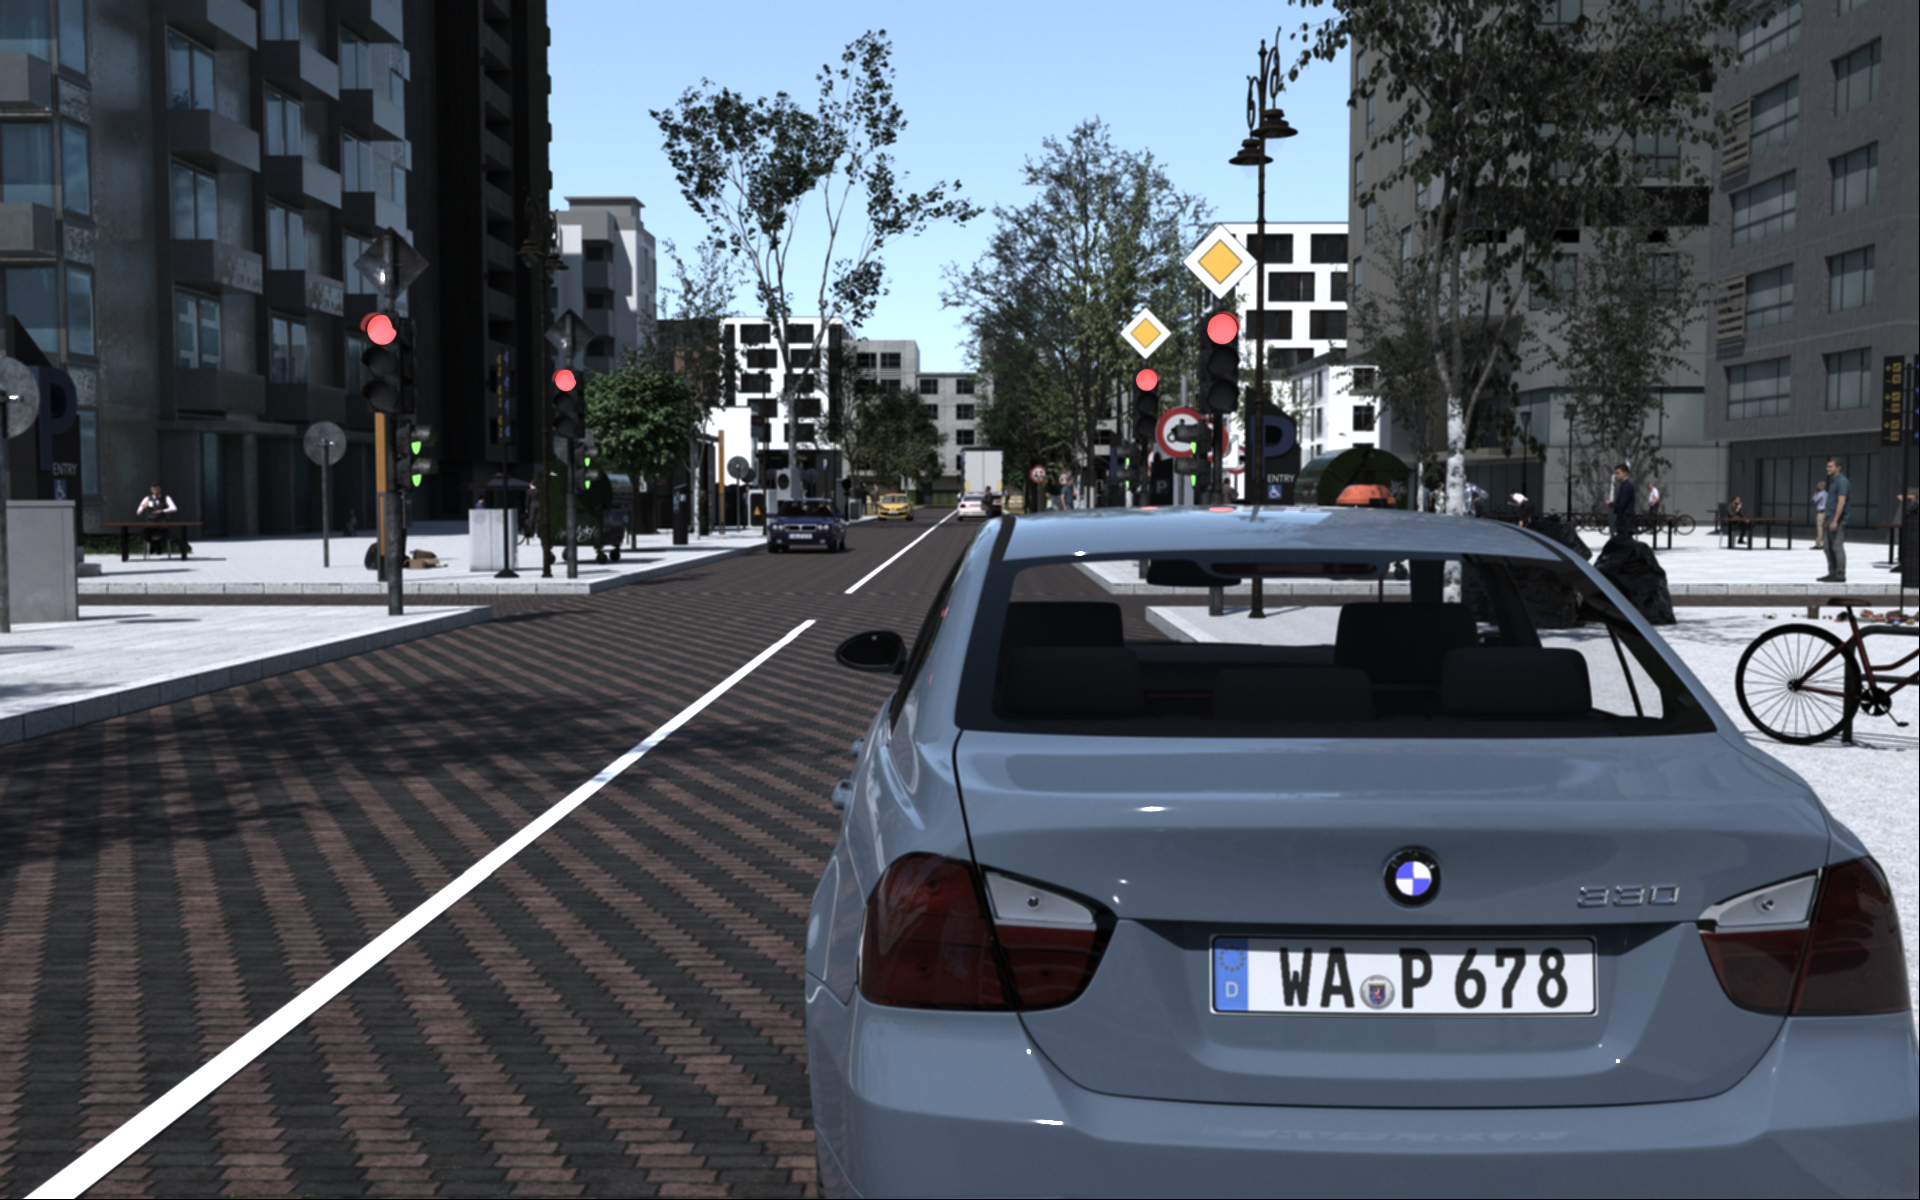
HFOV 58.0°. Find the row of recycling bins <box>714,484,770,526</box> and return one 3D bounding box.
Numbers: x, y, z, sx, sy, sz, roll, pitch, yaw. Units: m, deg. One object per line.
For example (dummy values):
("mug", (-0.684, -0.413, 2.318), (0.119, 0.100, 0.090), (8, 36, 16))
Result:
("row of recycling bins", (-8.999, -3.882, 70.580), (3.534, 1.692, 1.069), (3, 5, 41))

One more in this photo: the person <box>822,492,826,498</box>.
("person", (-10.942, -8.017, 140.336), (0.599, 1.433, 0.991), (1, 4, 23))

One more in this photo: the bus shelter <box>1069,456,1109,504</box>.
("bus shelter", (7.094, -6.180, 94.961), (2.014, 3.302, 5.546), (0, 4, 1))

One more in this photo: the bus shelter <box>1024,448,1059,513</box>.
("bus shelter", (4.351, -6.153, 91.890), (1.731, 3.624, 6.357), (0, 4, 1))

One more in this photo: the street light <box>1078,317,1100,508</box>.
("street light", (3.365, -4.438, 45.352), (0.468, 5.910, 1.993), (0, 4, 1))

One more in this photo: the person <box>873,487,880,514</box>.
("person", (-5.410, -6.445, 111.963), (0.434, 1.755, 0.990), (-1, 4, -10))

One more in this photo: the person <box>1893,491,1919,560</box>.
("person", (18.300, -1.440, 33.491), (0.435, 1.345, 0.340), (-2, 4, -26))

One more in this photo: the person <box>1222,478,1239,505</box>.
("person", (7.237, -2.444, 46.830), (0.431, 1.722, 0.655), (-3, 5, -43))

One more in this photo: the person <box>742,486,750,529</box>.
("person", (-7.807, -3.419, 64.010), (0.516, 1.574, 0.319), (-1, 4, -12))

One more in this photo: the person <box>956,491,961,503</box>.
("person", (0.059, -9.394, 163.026), (0.756, 1.711, 0.436), (3, 5, 39))

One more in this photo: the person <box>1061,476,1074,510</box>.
("person", (3.256, -2.784, 51.682), (0.434, 1.807, 0.598), (3, 5, 40))

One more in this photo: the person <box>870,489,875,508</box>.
("person", (-7.782, -9.088, 155.157), (0.617, 1.759, 0.750), (-1, 4, -13))

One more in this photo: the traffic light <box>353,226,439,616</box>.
("traffic light", (-5.958, -1.792, 18.224), (0.839, 4.253, 0.868), (0, 4, 1))

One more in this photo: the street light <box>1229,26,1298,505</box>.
("street light", (3.080, -2.752, 17.781), (0.468, 5.910, 1.993), (0, 4, 1))

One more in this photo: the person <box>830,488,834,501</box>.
("person", (-10.529, -8.463, 144.421), (0.705, 1.823, 1.348), (-2, 4, -33))

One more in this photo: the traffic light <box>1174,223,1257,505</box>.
("traffic light", (2.683, -1.788, 18.149), (0.839, 4.253, 0.868), (0, 4, 1))

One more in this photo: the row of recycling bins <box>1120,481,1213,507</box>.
("row of recycling bins", (6.370, -2.788, 52.698), (3.534, 1.692, 1.069), (-2, 4, -31))

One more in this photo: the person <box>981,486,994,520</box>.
("person", (0.998, -3.309, 63.427), (0.431, 1.722, 0.655), (1, 4, 22))

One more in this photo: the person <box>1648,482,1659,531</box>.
("person", (23.906, -3.233, 59.836), (0.436, 1.711, 0.756), (1, 4, 23))

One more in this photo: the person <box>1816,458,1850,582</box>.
("person", (12.716, -1.165, 25.217), (0.434, 1.807, 0.598), (2, 4, 31))

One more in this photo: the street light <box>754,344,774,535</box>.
("street light", (-6.048, -4.939, 53.542), (0.468, 5.910, 1.993), (0, 4, 1))

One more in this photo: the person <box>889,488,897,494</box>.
("person", (-6.042, -9.149, 155.559), (1.348, 1.831, 0.705), (2, 4, 24))

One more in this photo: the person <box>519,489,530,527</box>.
("person", (-16.913, -3.716, 67.508), (0.504, 1.737, 0.576), (0, 4, -6))

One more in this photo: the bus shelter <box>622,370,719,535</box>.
("bus shelter", (-9.792, -4.958, 58.690), (2.179, 5.291, 8.768), (0, 4, 1))

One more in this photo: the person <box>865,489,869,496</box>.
("person", (-8.771, -9.442, 160.948), (0.617, 1.759, 0.750), (3, 5, 41))

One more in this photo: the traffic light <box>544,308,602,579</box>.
("traffic light", (-5.873, -2.281, 26.208), (0.839, 4.253, 0.868), (0, 4, 1))

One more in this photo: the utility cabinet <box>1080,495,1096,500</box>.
("utility cabinet", (5.896, -4.245, 80.568), (0.306, 1.237, 1.020), (3, 5, 41))

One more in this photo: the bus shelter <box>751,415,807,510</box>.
("bus shelter", (-9.520, -6.920, 90.781), (2.179, 5.291, 8.768), (0, 4, 1))

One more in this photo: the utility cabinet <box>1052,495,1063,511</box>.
("utility cabinet", (4.993, -4.666, 87.445), (1.020, 1.237, 0.306), (0, 4, 6))

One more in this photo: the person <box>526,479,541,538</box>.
("person", (-12.440, -2.704, 51.050), (0.445, 1.727, 0.742), (3, 5, 41))

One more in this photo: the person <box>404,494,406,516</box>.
("person", (-16.246, -2.464, 50.236), (0.340, 1.345, 0.435), (-1, 4, -16))

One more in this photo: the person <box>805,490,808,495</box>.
("person", (-12.057, -7.700, 132.737), (0.742, 1.727, 0.445), (-1, 4, -16))

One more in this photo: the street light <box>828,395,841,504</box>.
("street light", (-5.830, -6.596, 80.628), (0.468, 5.910, 1.993), (0, 4, 1))

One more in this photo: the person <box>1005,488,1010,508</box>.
("person", (4.317, -9.123, 155.074), (0.599, 1.838, 0.709), (2, 4, 26))

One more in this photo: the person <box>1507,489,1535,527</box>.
("person", (16.488, -2.552, 50.957), (0.799, 1.438, 0.628), (1, 4, 20))

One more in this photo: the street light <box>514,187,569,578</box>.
("street light", (-6.350, -3.283, 26.457), (0.468, 5.910, 1.993), (0, 4, 1))

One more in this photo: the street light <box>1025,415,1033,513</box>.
("street light", (4.045, -7.829, 100.797), (0.468, 5.910, 1.993), (0, 4, 1))

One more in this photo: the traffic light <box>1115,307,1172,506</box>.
("traffic light", (2.768, -2.276, 26.133), (0.839, 4.253, 0.868), (0, 4, 1))

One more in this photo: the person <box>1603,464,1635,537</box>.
("person", (10.089, -1.207, 26.475), (0.504, 1.737, 0.576), (1, 4, 11))

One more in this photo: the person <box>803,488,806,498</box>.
("person", (-10.520, -6.659, 115.588), (0.621, 1.740, 0.551), (1, 4, 11))

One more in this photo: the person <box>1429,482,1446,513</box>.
("person", (18.232, -3.616, 65.888), (0.841, 1.734, 0.376), (-2, 4, -28))

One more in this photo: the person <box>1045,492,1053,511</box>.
("person", (3.597, -3.669, 69.935), (0.340, 1.345, 0.435), (-3, 5, -40))

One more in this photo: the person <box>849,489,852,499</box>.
("person", (-7.376, -6.557, 114.041), (1.217, 1.735, 0.721), (-1, 4, -21))

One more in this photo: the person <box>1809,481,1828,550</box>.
("person", (19.914, -1.957, 40.102), (0.516, 1.574, 0.319), (-2, 4, -31))

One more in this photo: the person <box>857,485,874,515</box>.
("person", (-6.008, -6.225, 107.837), (1.348, 1.821, 0.705), (-1, 4, -12))

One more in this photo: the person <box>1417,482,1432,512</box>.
("person", (19.430, -4.057, 72.497), (0.598, 1.807, 0.434), (1, 4, 17))

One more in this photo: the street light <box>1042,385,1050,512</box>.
("street light", (3.665, -6.146, 73.283), (0.468, 5.910, 1.993), (0, 4, 1))

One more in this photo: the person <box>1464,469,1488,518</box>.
("person", (9.193, -1.514, 31.513), (0.376, 1.734, 0.841), (-1, 4, -22))
